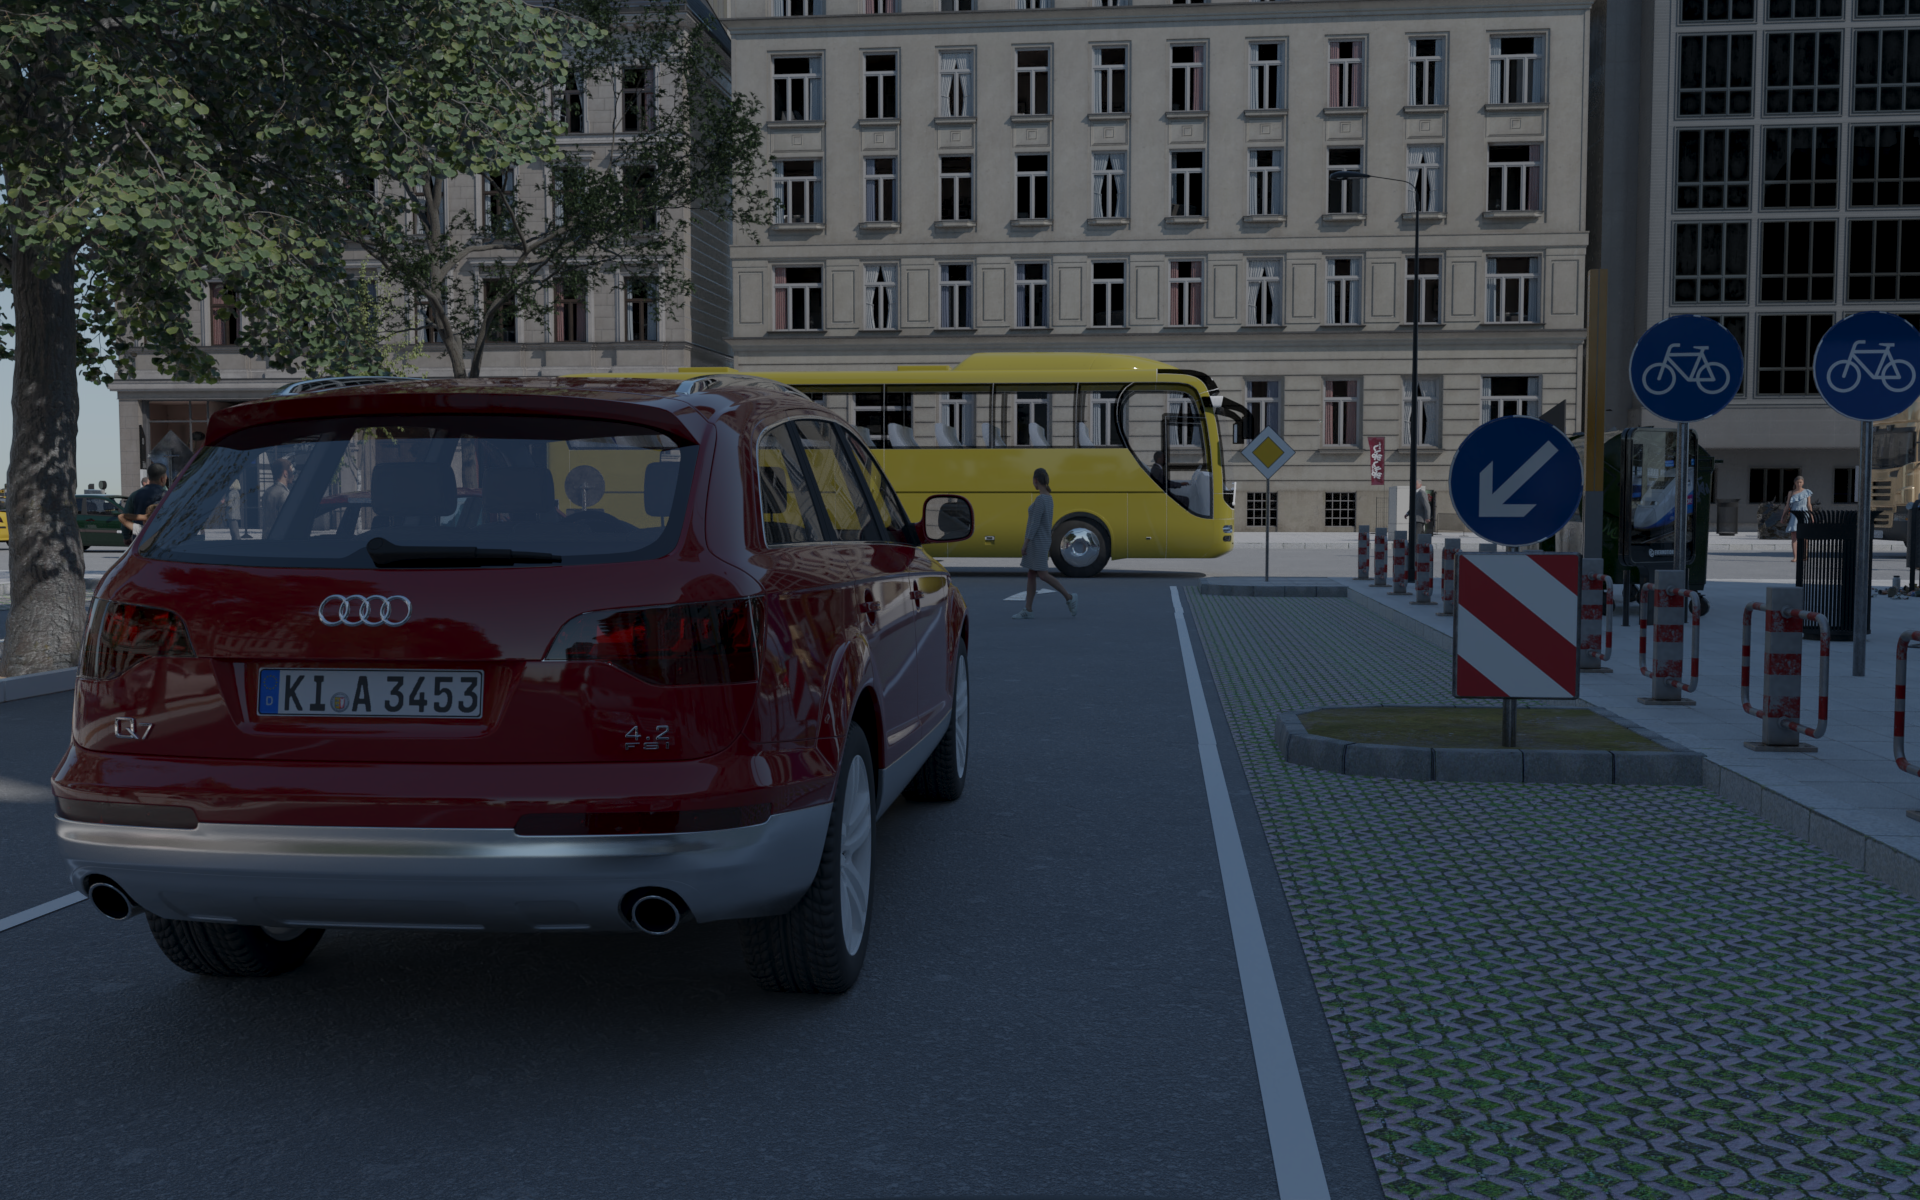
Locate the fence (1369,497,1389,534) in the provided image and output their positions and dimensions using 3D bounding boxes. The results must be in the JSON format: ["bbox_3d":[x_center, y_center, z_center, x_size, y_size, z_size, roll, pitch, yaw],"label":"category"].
[{"bbox_3d":[14.236,-2.729,55.830,2.264,1.192,0.480,-2,4,-28],"label":"fence"}]

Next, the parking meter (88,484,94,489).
[{"bbox_3d":[-47.974,-5.502,95.675,0.255,1.863,0.399,-1,4,-13],"label":"parking meter"}]

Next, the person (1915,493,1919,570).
[{"bbox_3d":[18.117,-1.439,32.301,0.850,1.792,0.678,-2,4,-34],"label":"person"}]

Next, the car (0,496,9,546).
[{"bbox_3d":[-25.979,-2.093,44.444,3.980,1.641,2.015,0,4,6],"label":"car"}]

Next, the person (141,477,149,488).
[{"bbox_3d":[-17.966,-1.809,38.208,0.434,1.807,0.598,2,4,25],"label":"person"}]

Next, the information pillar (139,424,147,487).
[{"bbox_3d":[-27.597,-4.109,58.536,0.183,3.616,0.504,-1,4,-11],"label":"information pillar"}]

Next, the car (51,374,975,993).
[{"bbox_3d":[-1.140,0.127,6.589,2.281,1.827,5.304,0,4,6],"label":"car"}]

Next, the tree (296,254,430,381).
[{"bbox_3d":[-18.645,-6.332,53.883,4.737,8.622,4.395,0,3,0],"label":"tree"}]

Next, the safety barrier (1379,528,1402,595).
[{"bbox_3d":[5.599,-0.474,22.026,0.300,0.817,1.120,0,4,6],"label":"safety barrier"}]

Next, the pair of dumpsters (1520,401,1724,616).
[{"bbox_3d":[7.429,-1.079,20.134,1.574,2.255,4.437,0,4,6],"label":"pair of dumpsters"}]

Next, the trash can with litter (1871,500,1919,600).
[{"bbox_3d":[11.945,-0.668,21.978,1.678,1.210,2.233,3,5,41],"label":"trash can with litter"}]

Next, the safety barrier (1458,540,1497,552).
[{"bbox_3d":[4.965,-0.124,16.310,0.300,0.817,1.120,0,4,6],"label":"safety barrier"}]

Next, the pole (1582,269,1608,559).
[{"bbox_3d":[5.797,-1.345,15.836,0.158,3.312,0.155,0,3,0],"label":"pole"}]

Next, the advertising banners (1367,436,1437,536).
[{"bbox_3d":[13.407,-3.448,52.561,2.074,3.025,0.090,1,4,13],"label":"advertising banners"}]

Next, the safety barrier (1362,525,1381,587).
[{"bbox_3d":[5.814,-0.591,23.931,0.300,0.817,1.120,0,4,6],"label":"safety barrier"}]

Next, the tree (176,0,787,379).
[{"bbox_3d":[-6.185,-5.223,22.262,8.767,10.594,7.601,0,4,6],"label":"tree"}]

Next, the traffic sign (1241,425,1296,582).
[{"bbox_3d":[4.497,-1.327,25.335,0.795,2.450,0.064,0,4,6],"label":"traffic sign"}]

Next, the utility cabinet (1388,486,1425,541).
[{"bbox_3d":[12.214,-2.368,47.391,1.173,1.500,0.318,-3,4,-36],"label":"utility cabinet"}]

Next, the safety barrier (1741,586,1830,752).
[{"bbox_3d":[4.119,0.343,8.672,0.300,0.817,1.120,0,4,6],"label":"safety barrier"}]

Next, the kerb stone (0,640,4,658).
[{"bbox_3d":[-8.319,0.398,15.692,0.120,0.150,1.000,0,4,6],"label":"kerb stone"}]

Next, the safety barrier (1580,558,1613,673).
[{"bbox_3d":[4.539,0.110,12.483,0.300,0.817,1.120,0,4,6],"label":"safety barrier"}]

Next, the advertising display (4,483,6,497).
[{"bbox_3d":[-57.372,-6.103,105.000,0.123,1.923,0.974,3,5,45],"label":"advertising display"}]

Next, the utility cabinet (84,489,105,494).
[{"bbox_3d":[-41.571,-4.561,83.249,0.318,1.500,1.173,0,4,8],"label":"utility cabinet"}]

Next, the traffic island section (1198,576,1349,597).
[{"bbox_3d":[4.522,-0.191,25.410,2.009,0.180,2.903,0,4,6],"label":"traffic island section"}]

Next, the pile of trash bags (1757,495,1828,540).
[{"bbox_3d":[23.917,-2.443,49.698,1.912,1.369,3.447,2,4,26],"label":"pile of trash bags"}]

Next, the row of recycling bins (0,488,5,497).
[{"bbox_3d":[-65.643,-6.963,120.961,3.534,1.692,1.069,1,4,19],"label":"row of recycling bins"}]

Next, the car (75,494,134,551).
[{"bbox_3d":[-20.924,-2.022,42.848,4.222,1.686,2.009,0,4,5],"label":"car"}]

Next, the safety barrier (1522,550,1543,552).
[{"bbox_3d":[4.752,-0.007,14.396,0.300,0.817,1.120,0,4,6],"label":"safety barrier"}]

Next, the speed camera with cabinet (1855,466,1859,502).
[{"bbox_3d":[38.555,-4.824,73.211,2.038,3.252,0.660,-1,4,-13],"label":"speed camera with cabinet"}]

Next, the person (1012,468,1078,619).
[{"bbox_3d":[0.968,-0.651,19.900,0.760,1.731,0.466,-1,4,-17],"label":"person"}]

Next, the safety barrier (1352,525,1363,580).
[{"bbox_3d":[6.022,-0.707,25.840,0.300,0.817,1.120,0,4,6],"label":"safety barrier"}]

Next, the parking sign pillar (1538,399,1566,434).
[{"bbox_3d":[16.745,-3.751,49.794,1.447,3.967,1.447,2,4,34],"label":"parking sign pillar"}]

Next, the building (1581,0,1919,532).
[{"bbox_3d":[36.960,-14.845,61.785,30.058,24.678,14.314,0,4,6],"label":"building"}]

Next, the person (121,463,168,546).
[{"bbox_3d":[-8.988,-0.639,19.293,0.623,1.781,0.721,-2,4,-30],"label":"person"}]

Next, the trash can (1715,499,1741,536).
[{"bbox_3d":[23.531,-2.535,53.107,0.748,1.137,0.748,0,3,0],"label":"trash can"}]

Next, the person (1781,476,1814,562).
[{"bbox_3d":[17.707,-1.714,36.626,0.616,1.811,0.778,3,5,41],"label":"person"}]

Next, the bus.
[{"bbox_3d":[-1.049,-2.407,30.905,12.252,3.916,2.896,0,4,6],"label":"bus"}]

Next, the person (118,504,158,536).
[{"bbox_3d":[-7.100,-0.163,15.067,0.340,1.345,0.435,2,4,26],"label":"person"}]

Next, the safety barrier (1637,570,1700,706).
[{"bbox_3d":[4.324,0.226,10.577,0.300,0.817,1.120,0,4,6],"label":"safety barrier"}]

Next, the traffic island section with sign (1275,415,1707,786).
[{"bbox_3d":[2.770,-0.052,9.486,1.989,1.847,2.006,0,4,6],"label":"traffic island section with sign"}]

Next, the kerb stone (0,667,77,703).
[{"bbox_3d":[-6.563,0.599,12.414,0.120,0.150,1.000,0,4,6],"label":"kerb stone"}]

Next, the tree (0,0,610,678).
[{"bbox_3d":[-7.249,-6.379,13.410,9.857,13.997,8.962,0,3,0],"label":"tree"}]

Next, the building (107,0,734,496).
[{"bbox_3d":[-28.751,-13.190,66.571,40.483,20.767,10.553,0,4,6],"label":"building"}]

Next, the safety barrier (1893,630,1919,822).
[{"bbox_3d":[3.904,0.459,6.767,0.300,0.817,1.120,0,4,6],"label":"safety barrier"}]

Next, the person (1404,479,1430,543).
[{"bbox_3d":[10.268,-1.843,39.036,0.834,1.777,0.661,-1,4,-22],"label":"person"}]

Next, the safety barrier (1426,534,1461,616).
[{"bbox_3d":[5.175,-0.241,18.215,0.300,0.817,1.120,0,4,6],"label":"safety barrier"}]

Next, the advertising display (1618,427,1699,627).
[{"bbox_3d":[6.836,-0.718,16.961,0.974,1.923,0.123,-2,4,-29],"label":"advertising display"}]

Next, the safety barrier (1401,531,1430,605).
[{"bbox_3d":[5.390,-0.357,20.120,0.300,0.817,1.120,0,4,6],"label":"safety barrier"}]

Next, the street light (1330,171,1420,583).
[{"bbox_3d":[6.017,-3.210,25.027,1.470,5.913,1.316,0,4,6],"label":"street light"}]

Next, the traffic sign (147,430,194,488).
[{"bbox_3d":[-12.391,-1.442,27.227,0.795,2.450,0.064,0,4,6],"label":"traffic sign"}]

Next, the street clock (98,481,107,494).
[{"bbox_3d":[-45.851,-5.389,92.682,0.471,2.002,0.358,2,4,35],"label":"street clock"}]

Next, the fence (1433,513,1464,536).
[{"bbox_3d":[15.132,-2.328,53.431,0.278,0.683,2.069,0,4,-8],"label":"fence"}]

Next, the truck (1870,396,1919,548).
[{"bbox_3d":[25.553,-3.026,38.387,11.283,4.237,2.839,0,4,5],"label":"truck"}]

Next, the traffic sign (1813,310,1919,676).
[{"bbox_3d":[6.340,-0.736,12.139,0.768,2.556,0.104,0,4,7],"label":"traffic sign"}]

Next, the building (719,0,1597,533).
[{"bbox_3d":[7.086,-14.182,65.163,30.059,22.955,16.112,0,4,6],"label":"building"}]

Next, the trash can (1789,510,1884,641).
[{"bbox_3d":[7.701,-0.221,15.268,0.748,1.137,0.748,0,3,0],"label":"trash can"}]

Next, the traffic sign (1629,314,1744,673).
[{"bbox_3d":[5.161,-0.751,12.390,0.768,2.556,0.104,1,4,12],"label":"traffic sign"}]

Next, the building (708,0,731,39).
[{"bbox_3d":[-27.820,-33.281,133.377,28.713,52.752,27.495,0,4,6],"label":"building"}]

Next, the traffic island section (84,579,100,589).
[{"bbox_3d":[-12.415,-0.306,27.291,2.009,0.180,2.903,0,4,6],"label":"traffic island section"}]

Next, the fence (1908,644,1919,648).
[{"bbox_3d":[8.643,0.102,13.702,0.278,0.683,2.069,-3,4,-37],"label":"fence"}]
